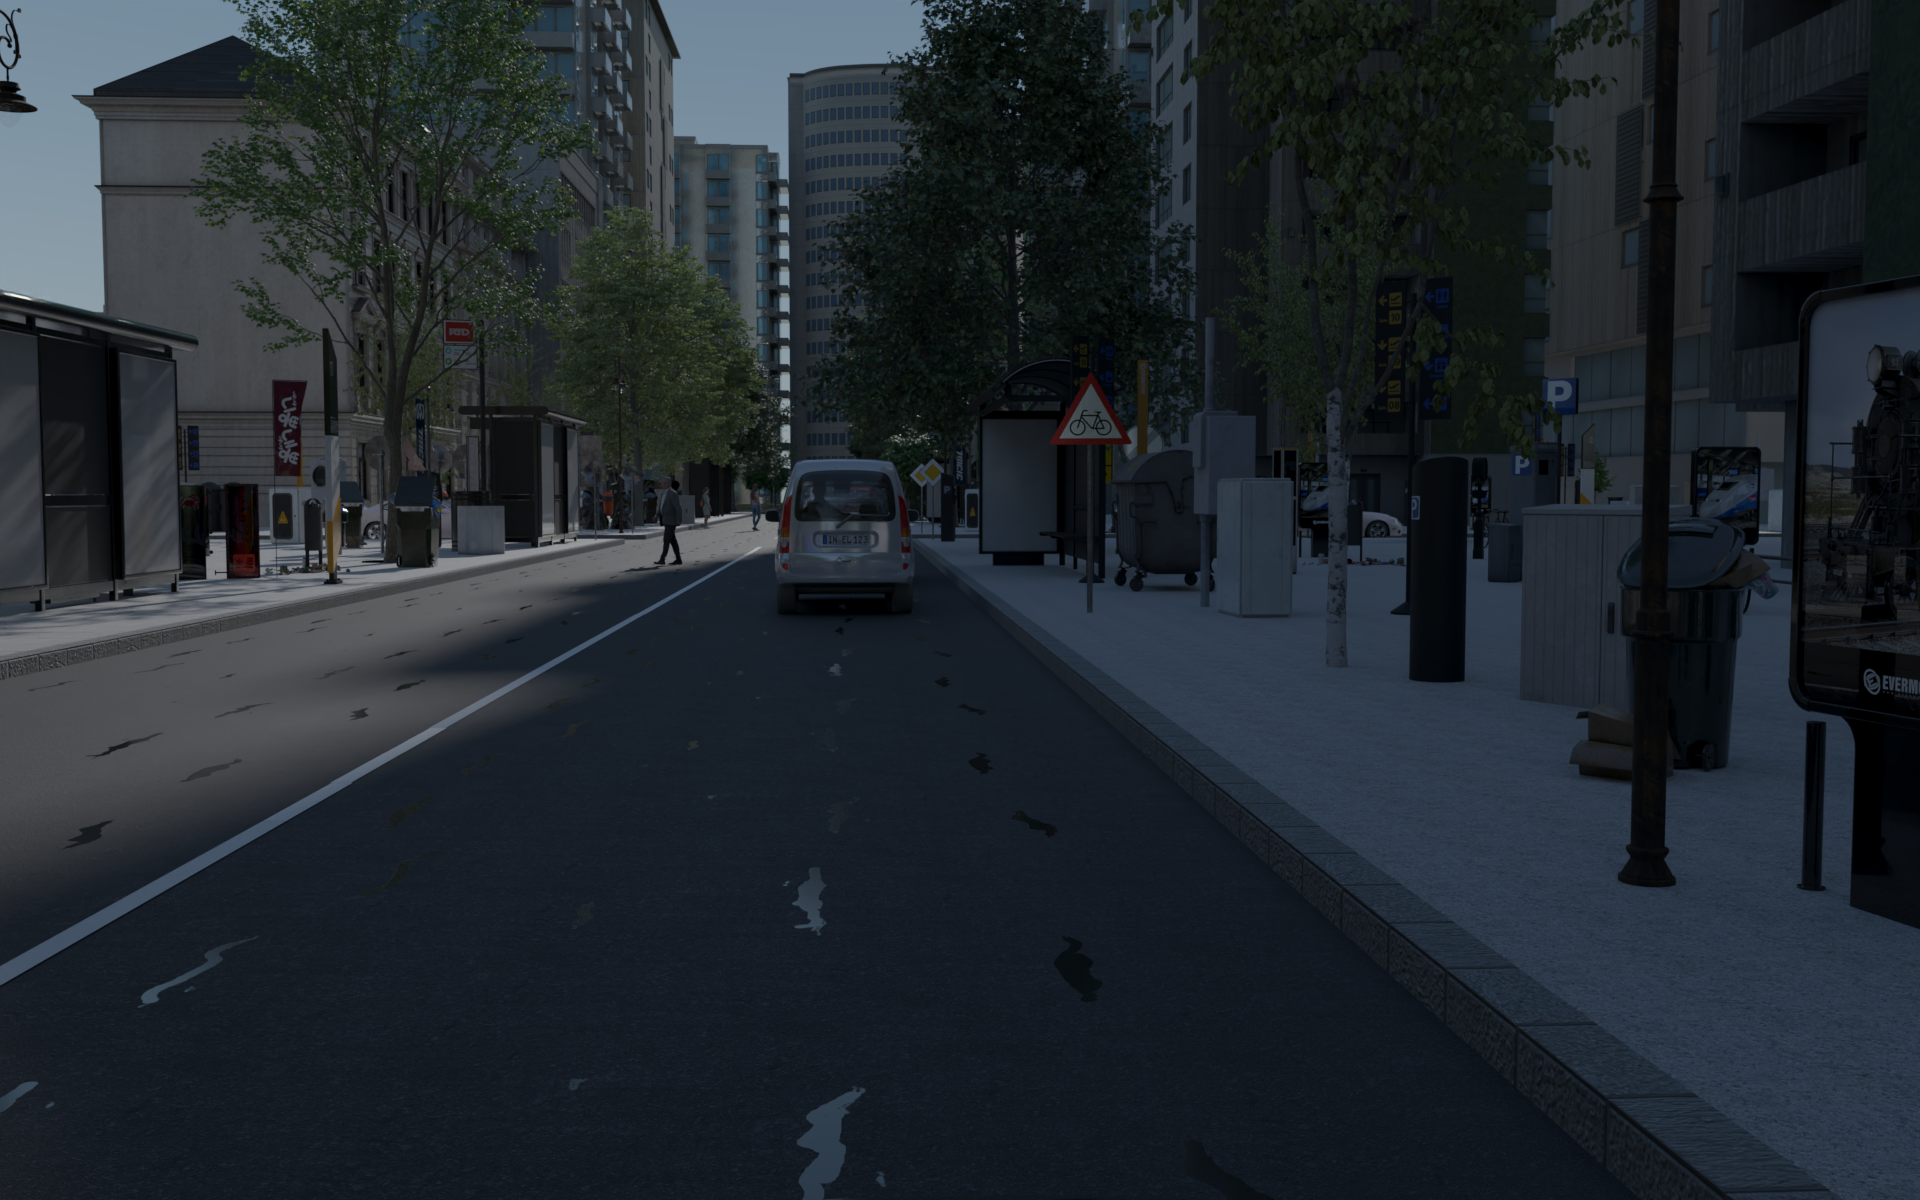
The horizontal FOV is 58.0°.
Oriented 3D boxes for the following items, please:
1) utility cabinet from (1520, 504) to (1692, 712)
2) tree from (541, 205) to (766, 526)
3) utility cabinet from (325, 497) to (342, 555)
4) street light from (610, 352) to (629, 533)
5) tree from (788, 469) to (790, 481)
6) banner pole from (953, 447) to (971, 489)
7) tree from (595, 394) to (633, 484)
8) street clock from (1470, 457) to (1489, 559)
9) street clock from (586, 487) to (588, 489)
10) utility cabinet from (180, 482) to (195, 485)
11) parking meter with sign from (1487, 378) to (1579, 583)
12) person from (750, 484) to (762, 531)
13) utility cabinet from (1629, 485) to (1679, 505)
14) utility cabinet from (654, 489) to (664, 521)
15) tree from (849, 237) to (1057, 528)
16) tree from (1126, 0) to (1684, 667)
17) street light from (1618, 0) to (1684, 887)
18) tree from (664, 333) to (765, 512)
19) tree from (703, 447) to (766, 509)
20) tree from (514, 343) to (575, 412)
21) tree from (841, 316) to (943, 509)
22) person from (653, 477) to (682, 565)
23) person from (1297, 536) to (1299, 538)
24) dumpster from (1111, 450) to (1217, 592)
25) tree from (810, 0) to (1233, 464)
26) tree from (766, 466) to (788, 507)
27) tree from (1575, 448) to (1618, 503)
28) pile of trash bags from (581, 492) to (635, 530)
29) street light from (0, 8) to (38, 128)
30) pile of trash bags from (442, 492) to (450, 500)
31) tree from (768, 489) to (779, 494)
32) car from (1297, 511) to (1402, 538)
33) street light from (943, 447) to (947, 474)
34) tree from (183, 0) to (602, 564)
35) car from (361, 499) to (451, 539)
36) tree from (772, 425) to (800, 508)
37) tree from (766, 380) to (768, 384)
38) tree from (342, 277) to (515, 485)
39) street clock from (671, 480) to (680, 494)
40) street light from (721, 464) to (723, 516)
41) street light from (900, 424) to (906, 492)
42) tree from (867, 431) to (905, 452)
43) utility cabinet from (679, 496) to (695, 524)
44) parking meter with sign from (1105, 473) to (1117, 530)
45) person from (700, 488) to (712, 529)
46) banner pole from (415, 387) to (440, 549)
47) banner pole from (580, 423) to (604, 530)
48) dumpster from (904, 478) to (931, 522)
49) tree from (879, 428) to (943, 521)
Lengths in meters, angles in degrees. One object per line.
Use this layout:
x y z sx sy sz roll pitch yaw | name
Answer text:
3.850 0.046 10.408 0.306 1.237 1.020 -2 4 -29 | utility cabinet
-13.246 -9.229 69.028 7.486 12.596 7.792 0 3 0 | tree
-13.386 -1.582 37.024 0.306 1.237 1.020 -1 4 -22 | utility cabinet
-11.098 -5.125 56.575 0.468 5.910 1.993 0 4 -3 | street light
-18.161 -11.424 170.494 4.285 4.588 4.351 0 3 0 | tree
0.135 -4.332 60.840 0.863 3.779 0.401 -1 4 -19 | banner pole
-22.483 -9.927 112.674 4.360 8.622 3.978 0 3 0 | tree
10.240 -1.810 34.158 0.358 2.002 0.471 2 4 28 | street clock
-20.031 -5.467 93.959 0.471 2.002 0.358 1 4 9 | street clock
-13.931 -1.373 31.126 0.318 1.500 1.173 -2 4 -29 | utility cabinet
8.445 -1.795 25.603 1.738 3.016 0.543 -3 5 -43 | parking meter with sign
-7.929 -3.602 67.397 0.555 1.821 0.388 2 4 27 | person
17.520 -2.143 43.722 1.173 1.500 0.318 0 4 -7 | utility cabinet
-14.539 -4.575 83.488 1.173 1.500 0.318 -2 4 -28 | utility cabinet
-0.159 -8.612 66.569 9.928 11.665 9.643 0 3 0 | tree
2.875 -3.795 12.408 4.737 8.622 4.395 0 3 0 | tree
2.274 -2.004 5.555 0.468 5.910 1.993 0 4 -3 | street light
-16.244 -12.566 122.455 9.611 12.733 9.660 0 3 0 | tree
-15.748 -7.868 112.350 4.285 4.588 4.351 0 3 0 | tree
-20.775 -8.133 83.333 4.737 8.622 4.395 0 3 0 | tree
-3.451 -12.332 108.287 9.857 13.997 8.962 0 3 0 | tree
-5.927 -1.590 34.893 0.661 1.777 0.834 3 5 41 | person
10.594 -2.789 54.771 0.731 1.740 0.598 0 4 8 | person
2.788 -1.081 23.430 1.264 1.857 1.865 0 4 -3 | dumpster
1.118 -7.366 37.440 9.611 12.733 9.660 0 3 0 | tree
-17.971 -10.309 152.262 4.285 4.588 4.351 0 3 0 | tree
26.432 -4.716 71.705 1.663 3.219 1.824 0 3 0 | tree
-13.031 -3.323 64.076 1.912 1.369 3.447 -1 4 -12 | pile of trash bags
-8.639 -2.595 15.215 0.468 5.910 1.993 0 4 -3 | street light
-19.221 -3.552 67.830 3.447 1.369 1.912 2 4 24 | pile of trash bags
-19.426 -11.335 179.927 1.663 3.219 1.824 0 3 0 | tree
11.075 -2.483 52.959 4.827 1.381 2.083 0 4 -3 | car
-0.403 -4.587 47.791 0.468 5.910 1.993 0 4 -3 | street light
-10.437 -6.494 31.934 9.928 11.665 9.643 0 3 0 | tree
-15.493 -2.349 50.762 4.827 1.381 2.083 0 4 -3 | car
-17.391 -13.050 163.735 4.737 8.622 4.395 0 3 0 | tree
-12.910 -10.139 83.900 7.486 12.596 7.792 0 3 0 | tree
-18.070 -6.542 57.324 4.737 8.622 4.395 0 3 0 | tree
-15.089 -5.338 91.841 0.471 2.002 0.358 -1 4 -10 | street clock
-13.618 -7.718 98.970 0.468 5.910 1.993 0 4 -3 | street light
-2.898 -7.113 89.084 0.468 5.910 1.993 0 4 -3 | street light
-6.087 -12.340 152.124 4.360 8.622 3.978 0 3 0 | tree
-12.036 -3.915 75.168 1.020 1.237 0.306 0 4 -1 | utility cabinet
5.967 -4.016 61.920 1.738 3.016 0.543 -1 4 -16 | parking meter with sign
-10.483 -3.793 71.513 0.522 1.701 0.512 -2 4 -33 | person
-12.413 -3.066 40.152 0.401 3.779 0.863 1 4 9 | banner pole
-13.003 -4.350 61.140 0.863 3.779 0.401 1 4 9 | banner pole
-1.768 -4.668 78.821 1.502 2.255 1.985 0 4 -3 | dumpster
-2.288 -6.098 83.411 4.285 4.588 4.351 0 3 0 | tree
